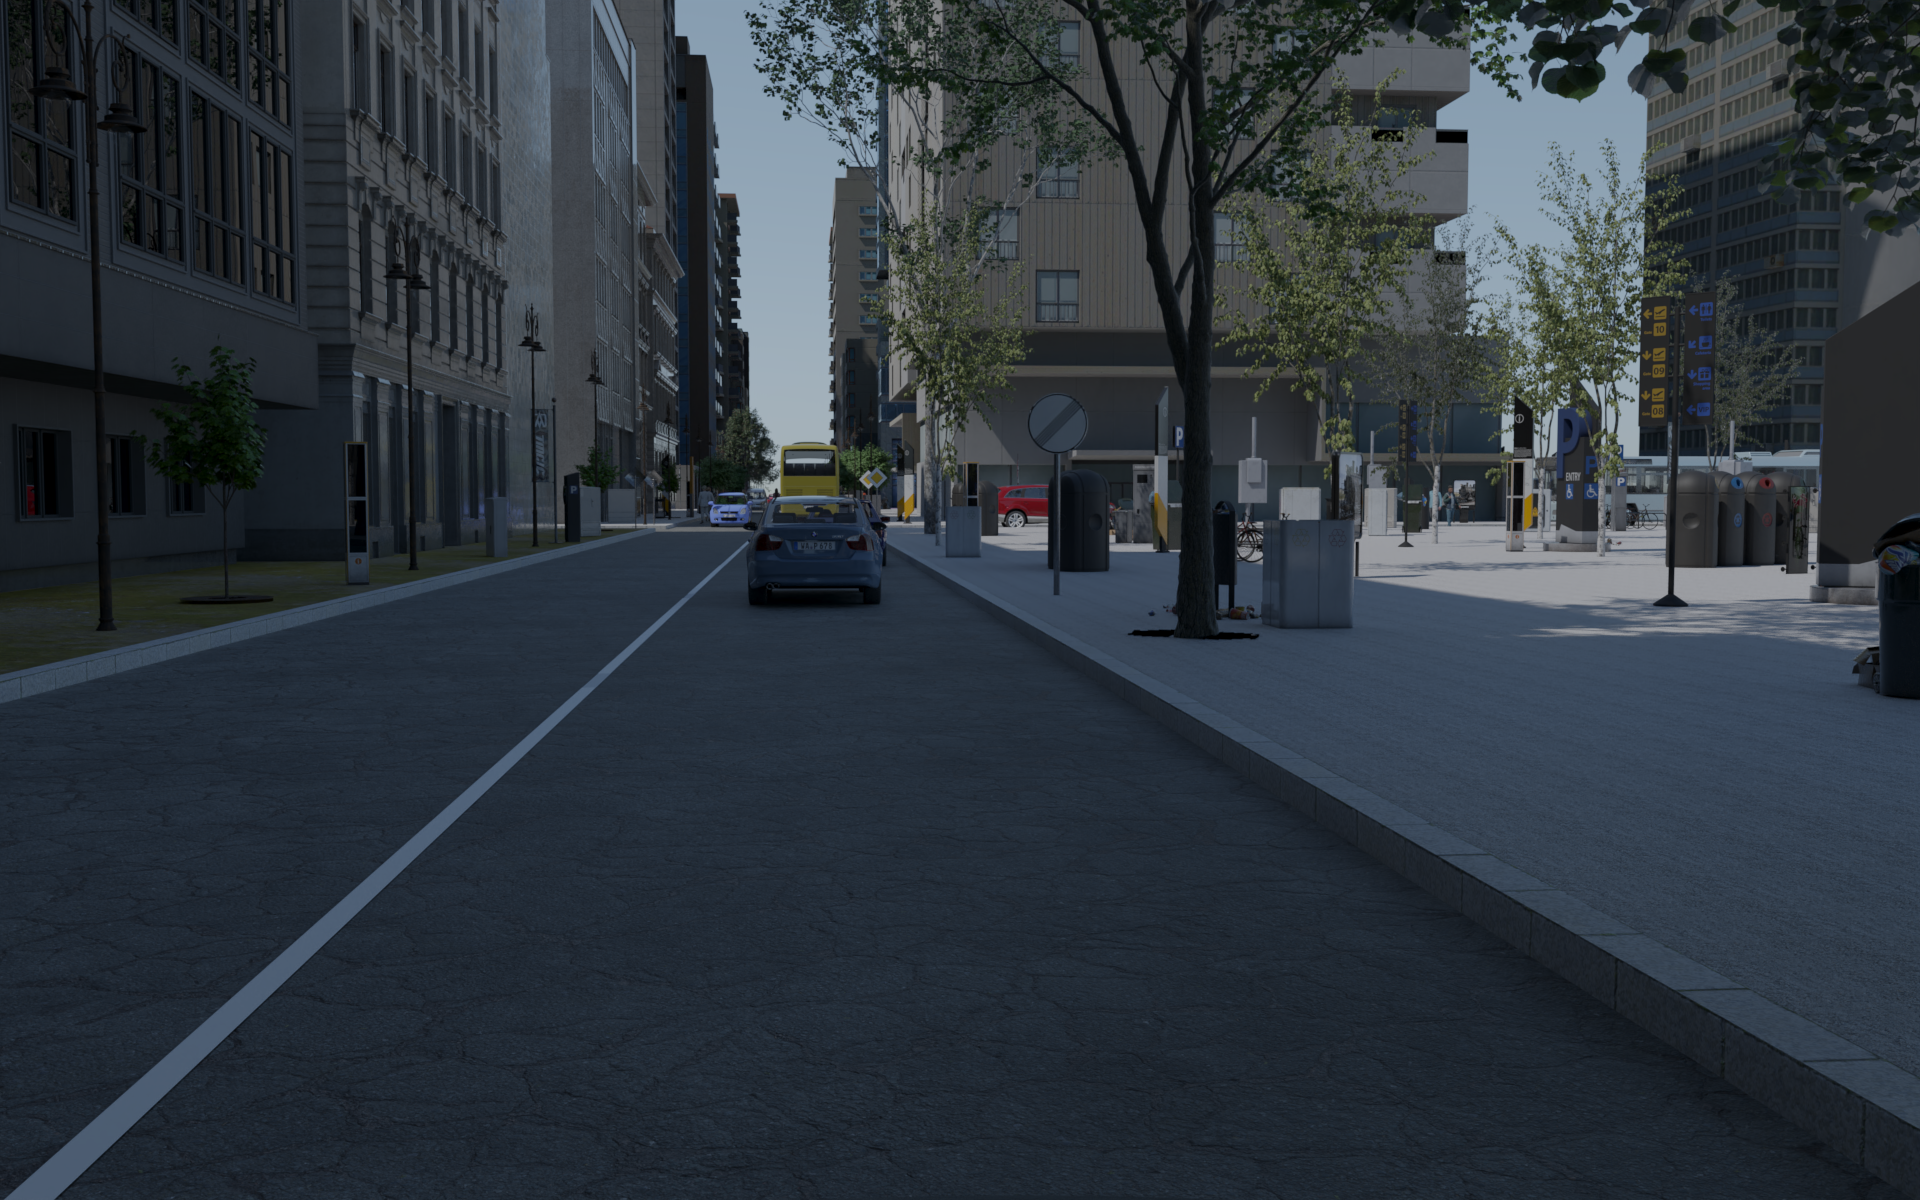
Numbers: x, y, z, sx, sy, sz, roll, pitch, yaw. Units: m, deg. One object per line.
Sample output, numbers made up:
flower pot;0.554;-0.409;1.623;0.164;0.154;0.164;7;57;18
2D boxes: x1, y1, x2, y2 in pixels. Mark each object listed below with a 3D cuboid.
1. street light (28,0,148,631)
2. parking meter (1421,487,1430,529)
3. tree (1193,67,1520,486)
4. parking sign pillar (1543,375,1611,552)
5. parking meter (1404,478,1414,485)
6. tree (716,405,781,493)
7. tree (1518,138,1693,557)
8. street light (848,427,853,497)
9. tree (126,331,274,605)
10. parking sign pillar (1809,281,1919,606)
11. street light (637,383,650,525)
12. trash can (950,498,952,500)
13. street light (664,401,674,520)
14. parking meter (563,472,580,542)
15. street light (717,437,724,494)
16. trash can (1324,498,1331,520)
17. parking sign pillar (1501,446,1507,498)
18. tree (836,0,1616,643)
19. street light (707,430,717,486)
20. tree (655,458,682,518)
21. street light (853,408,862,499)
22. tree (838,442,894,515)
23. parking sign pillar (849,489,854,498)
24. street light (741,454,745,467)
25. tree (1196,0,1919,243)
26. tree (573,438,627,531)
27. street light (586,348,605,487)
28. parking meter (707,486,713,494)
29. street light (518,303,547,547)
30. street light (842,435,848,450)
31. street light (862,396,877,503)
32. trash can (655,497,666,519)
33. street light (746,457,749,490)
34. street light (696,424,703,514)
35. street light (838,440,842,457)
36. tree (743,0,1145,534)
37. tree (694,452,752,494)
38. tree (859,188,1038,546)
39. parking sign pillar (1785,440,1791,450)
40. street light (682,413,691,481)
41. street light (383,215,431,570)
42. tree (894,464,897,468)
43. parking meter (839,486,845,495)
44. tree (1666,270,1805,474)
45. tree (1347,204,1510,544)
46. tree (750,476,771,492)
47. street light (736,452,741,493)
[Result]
street light;-8.030;-2.650;16.118;0.468;5.910;1.993;0;4;-5
parking meter;16.877;-3.337;62.967;0.372;1.533;0.369;0;3;0
tree;6.151;-4.820;29.178;4.737;8.622;4.395;0;3;0
parking sign pillar;13.848;-3.076;38.765;1.447;3.967;1.447;0;4;-6
parking meter;16.454;-3.535;63.501;0.255;1.863;0.399;3;4;37
tree;-27.453;-18.686;222.530;9.611;12.733;9.660;0;3;0
tree;12.890;-5.187;35.167;4.737;8.622;4.395;0;3;0
street light;-6.407;-8.129;105.703;0.468;5.910;1.993;0;4;-5
tree;-8.712;-1.593;20.651;1.663;3.219;1.824;0;3;0
parking sign pillar;10.874;-1.954;20.419;1.447;3.967;1.447;1;4;22
street light;-13.173;-6.085;72.285;0.468;5.910;1.993;0;4;-5
trash can;-0.009;-3.278;65.248;0.748;1.137;0.748;0;3;0
street light;-14.473;-6.932;86.121;0.468;5.910;1.993;0;4;-5
parking meter;-10.358;-2.476;46.188;0.399;1.863;0.255;-2;4;-34
street light;-19.323;-10.127;138.371;0.468;5.910;1.993;0;4;-5
trash can;12.780;-2.893;58.950;0.748;1.137;0.748;0;3;0
parking sign pillar;31.436;-6.898;101.261;1.447;3.967;1.447;2;4;26
tree;1.944;-5.468;15.150;9.928;11.665;9.643;0;3;0
street light;-18.042;-9.329;125.310;0.468;5.910;1.993;0;4;-5
tree;-15.404;-5.981;92.391;1.663;3.219;1.824;0;3;0
street light;-5.317;-7.338;92.763;0.468;5.910;1.993;0;4;-5
tree;-7.008;-7.943;113.587;4.285;4.588;4.351;0;3;0
parking sign pillar;-8.817;-9.358;141.469;1.447;3.967;1.447;0;4;-5
street light;-23.863;-13.155;187.873;0.468;5.910;1.993;0;4;-5
tree;3.559;-5.961;4.126;9.857;13.997;8.962;0;3;0
tree;-12.636;-3.995;59.923;1.663;3.219;1.824;0;3;0
street light;-11.559;-5.029;55.006;0.468;5.910;1.993;0;4;-5
parking meter;-17.261;-6.976;119.773;0.399;1.863;0.255;0;4;-1
street light;-10.358;-4.238;42.077;0.468;5.910;1.993;0;4;-5
street light;-7.668;-8.954;119.183;0.468;5.910;1.993;0;4;-5
street light;-4.098;-6.547;79.836;0.468;5.910;1.993;0;4;-5
trash can;-15.734;-4.834;90.693;0.748;1.137;0.748;0;3;0
street light;-25.097;-13.946;200.800;0.468;5.910;1.993;0;4;-5
street light;-16.848;-8.513;111.982;0.468;5.910;1.993;0;4;-5
street light;-8.867;-9.767;132.484;0.468;5.910;1.993;0;4;-5
tree;0.507;-12.168;54.838;12.611;20.169;13.585;0;3;0
tree;-19.038;-9.196;134.073;4.285;4.588;4.351;0;3;0
tree;-0.294;-5.650;42.734;4.737;8.622;4.395;0;3;0
parking sign pillar;41.718;-6.022;86.934;1.447;3.967;1.447;3;4;38
street light;-15.618;-7.723;99.055;0.468;5.910;1.993;0;4;-5
street light;-9.223;-3.441;29.048;0.468;5.910;1.993;0;4;-5
tree;-7.739;-8.912;129.419;4.285;4.588;4.351;0;3;0
parking meter;-8.549;-7.336;125.647;0.399;1.863;0.255;3;5;43
tree;24.839;-6.495;56.553;4.360;8.622;3.978;0;3;0
tree;12.245;-5.772;44.733;4.360;8.622;3.978;0;3;0
tree;-34.803;-21.709;305.298;4.360;8.622;3.978;0;3;0
street light;-22.686;-12.364;174.942;0.468;5.910;1.993;0;4;-5
